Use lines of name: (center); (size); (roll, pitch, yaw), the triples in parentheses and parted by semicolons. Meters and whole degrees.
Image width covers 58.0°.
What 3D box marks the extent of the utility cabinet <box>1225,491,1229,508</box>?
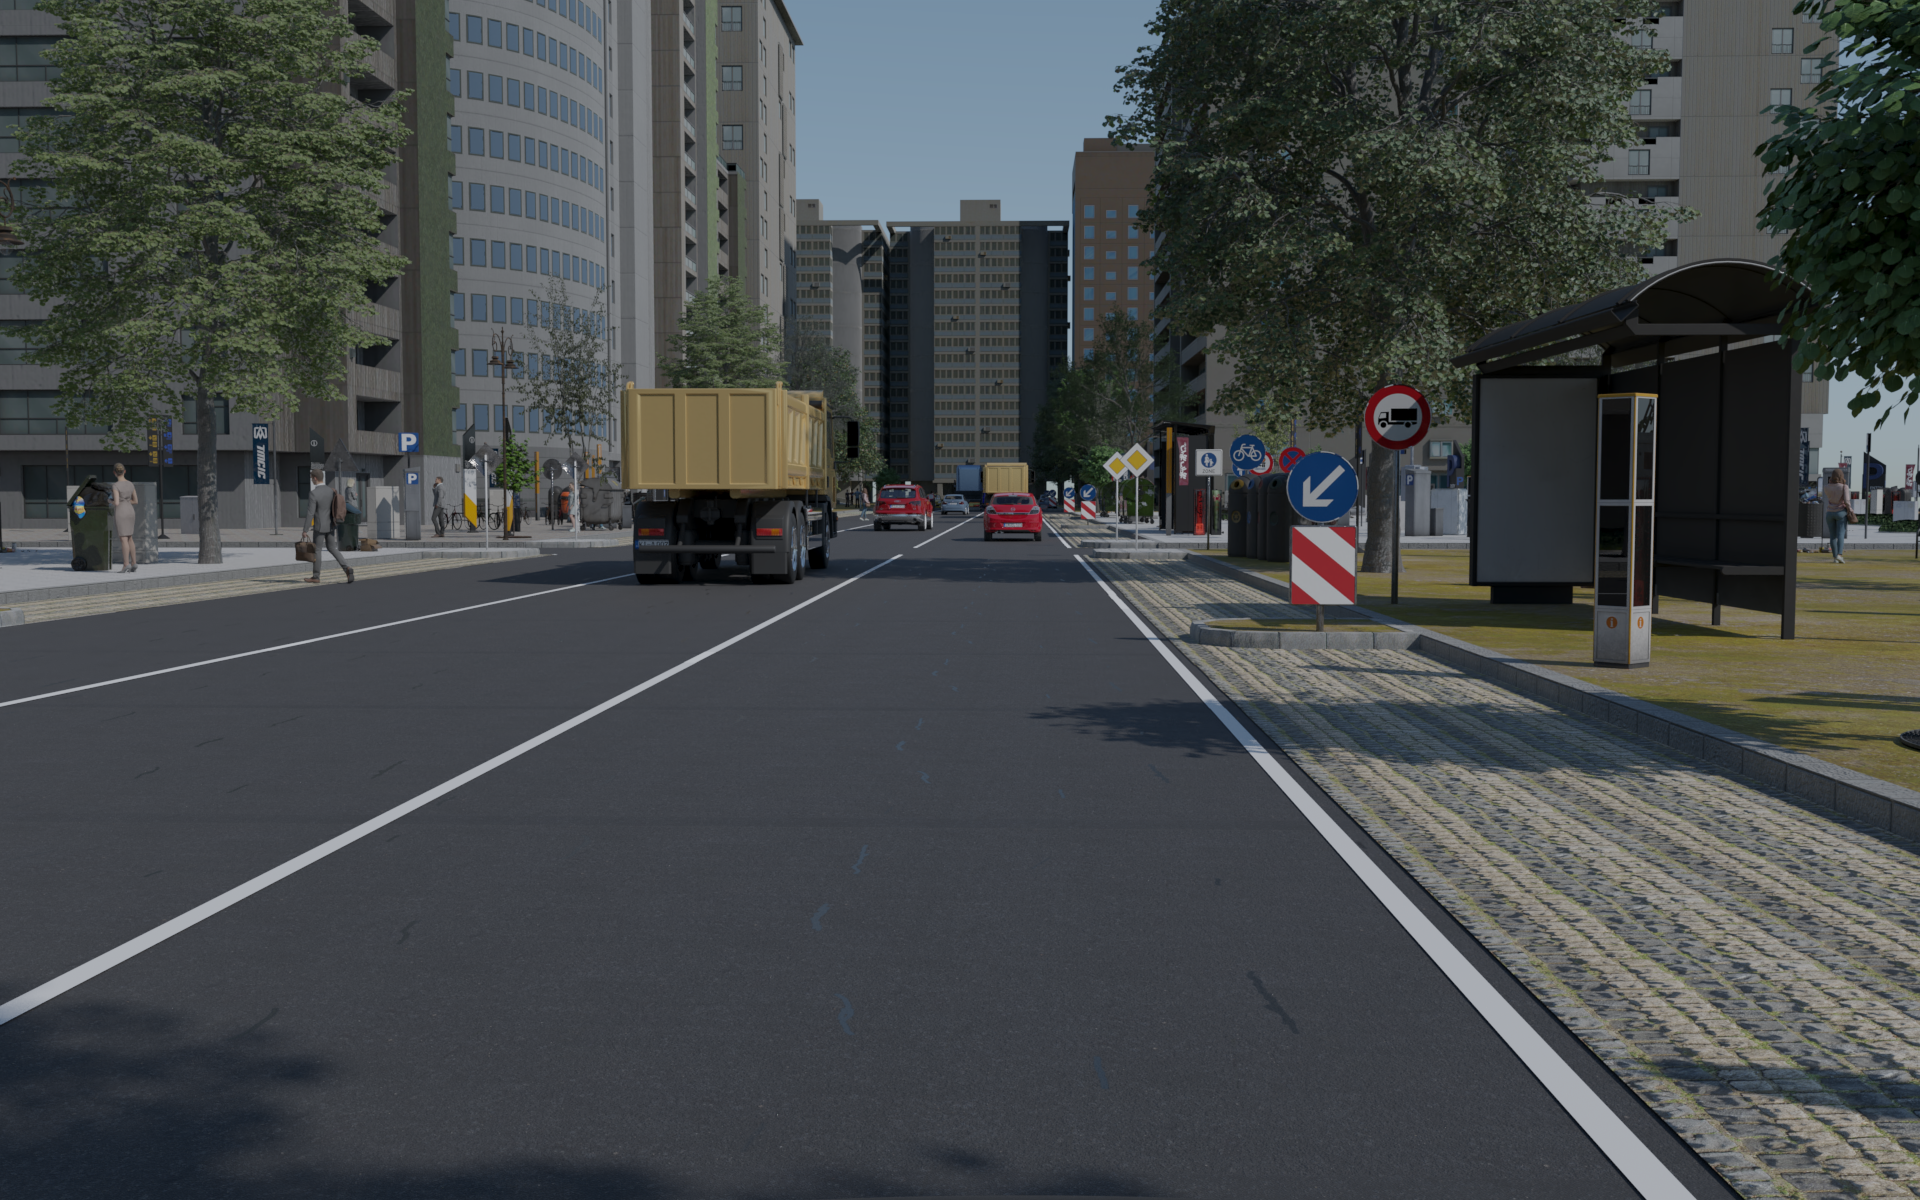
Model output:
utility cabinet: (18.782, -6.737, 118.822); (1.173, 1.500, 0.318); (2, 4, 27)

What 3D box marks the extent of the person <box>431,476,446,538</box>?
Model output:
person: (-15.423, -2.749, 51.172); (0.473, 1.802, 0.592); (0, 4, 6)

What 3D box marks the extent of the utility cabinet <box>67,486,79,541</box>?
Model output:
utility cabinet: (-23.676, -2.360, 47.268); (1.173, 1.500, 0.318); (-1, 4, -9)

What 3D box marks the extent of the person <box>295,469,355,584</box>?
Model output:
person: (-10.114, -1.168, 27.559); (0.822, 1.834, 0.622); (1, 4, 18)

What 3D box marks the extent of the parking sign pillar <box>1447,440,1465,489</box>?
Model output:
parking sign pillar: (24.485, -5.937, 85.549); (1.447, 3.967, 1.447); (0, 4, -3)

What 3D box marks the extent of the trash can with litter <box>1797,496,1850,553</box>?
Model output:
trash can with litter: (18.306, -1.659, 38.185); (2.233, 1.210, 1.678); (2, 4, 28)

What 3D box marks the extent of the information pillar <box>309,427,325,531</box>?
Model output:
information pillar: (-22.507, -4.238, 60.651); (0.504, 3.616, 0.183); (-2, 4, -25)

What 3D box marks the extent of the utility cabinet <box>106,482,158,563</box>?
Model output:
utility cabinet: (-15.422, -1.429, 32.037); (1.173, 1.500, 0.318); (1, 4, 21)

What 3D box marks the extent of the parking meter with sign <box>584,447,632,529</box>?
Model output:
parking meter with sign: (-13.097, -4.163, 64.328); (1.738, 3.016, 0.543); (-1, 4, -15)

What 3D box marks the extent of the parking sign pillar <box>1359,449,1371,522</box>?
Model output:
parking sign pillar: (19.215, -5.524, 78.783); (1.447, 3.967, 1.447); (0, 4, -3)

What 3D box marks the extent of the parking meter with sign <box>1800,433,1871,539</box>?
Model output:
parking meter with sign: (25.175, -3.276, 49.831); (1.738, 3.016, 0.543); (2, 4, 24)

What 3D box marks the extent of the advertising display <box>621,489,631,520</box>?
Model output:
advertising display: (-16.585, -4.876, 84.944); (0.974, 1.923, 0.123); (-3, 5, -42)

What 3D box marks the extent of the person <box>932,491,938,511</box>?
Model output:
person: (-2.114, -8.277, 144.626); (0.742, 1.727, 0.445); (2, 4, 26)

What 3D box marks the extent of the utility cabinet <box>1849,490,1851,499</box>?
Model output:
utility cabinet: (46.926, -5.091, 91.914); (0.318, 1.500, 1.173); (1, 4, 11)

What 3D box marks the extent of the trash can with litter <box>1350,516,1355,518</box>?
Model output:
trash can with litter: (20.048, -4.956, 92.087); (2.233, 1.210, 1.678); (0, 4, -2)

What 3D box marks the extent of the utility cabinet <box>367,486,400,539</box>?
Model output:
utility cabinet: (-16.480, -2.495, 49.471); (0.318, 1.500, 1.173); (1, 4, 14)

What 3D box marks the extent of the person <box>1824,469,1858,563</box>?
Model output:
person: (16.338, -1.565, 32.219); (0.643, 1.750, 0.593); (-3, 5, -41)

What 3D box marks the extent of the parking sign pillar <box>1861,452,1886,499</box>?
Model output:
parking sign pillar: (57.493, -7.369, 108.950); (1.447, 3.967, 1.447); (2, 4, 35)

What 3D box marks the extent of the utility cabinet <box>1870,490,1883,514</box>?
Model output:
utility cabinet: (46.438, -4.838, 87.784); (0.318, 1.500, 1.173); (3, 5, 40)

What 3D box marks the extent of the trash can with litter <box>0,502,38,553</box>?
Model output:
trash can with litter: (-21.623, -1.642, 37.902); (2.233, 1.210, 1.678); (0, 4, -5)

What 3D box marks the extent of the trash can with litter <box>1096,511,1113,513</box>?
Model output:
trash can with litter: (9.622, -6.445, 116.440); (1.678, 1.210, 2.233); (-2, 4, -26)

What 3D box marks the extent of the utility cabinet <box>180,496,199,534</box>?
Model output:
utility cabinet: (-24.503, -2.705, 55.393); (1.020, 1.237, 0.306); (2, 4, 31)

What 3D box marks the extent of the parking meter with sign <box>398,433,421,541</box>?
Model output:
parking meter with sign: (-15.364, -3.193, 48.458); (0.543, 3.016, 1.738); (-1, 4, -20)

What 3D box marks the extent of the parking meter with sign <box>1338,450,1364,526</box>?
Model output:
parking meter with sign: (15.070, -4.422, 68.555); (1.738, 3.016, 0.543); (0, 4, 6)

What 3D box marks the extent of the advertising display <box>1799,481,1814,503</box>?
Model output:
advertising display: (41.531, -4.869, 84.821); (0.123, 1.923, 0.974); (-2, 4, -33)

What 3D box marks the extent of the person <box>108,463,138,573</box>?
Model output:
person: (-13.578, -1.327, 28.087); (0.374, 1.781, 0.599); (1, 4, 14)

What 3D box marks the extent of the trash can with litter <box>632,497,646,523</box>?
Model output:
trash can with litter: (-13.519, -3.702, 71.909); (1.055, 1.170, 0.624); (-2, 4, -24)

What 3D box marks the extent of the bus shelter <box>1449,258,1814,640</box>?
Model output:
bus shelter: (6.669, -1.451, 17.643); (2.014, 3.302, 5.546); (0, 4, 2)

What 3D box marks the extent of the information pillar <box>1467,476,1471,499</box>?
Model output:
information pillar: (20.901, -4.051, 70.721); (0.304, 2.012, 0.304); (3, 4, 38)

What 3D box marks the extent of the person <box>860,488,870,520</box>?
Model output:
person: (-5.234, -5.227, 94.555); (0.643, 1.750, 0.593); (-2, 4, -24)

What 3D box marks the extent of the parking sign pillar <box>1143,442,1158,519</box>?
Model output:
parking sign pillar: (9.590, -6.208, 89.967); (1.447, 3.967, 1.447); (-1, 4, -22)

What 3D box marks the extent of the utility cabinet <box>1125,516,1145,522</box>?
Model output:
utility cabinet: (8.055, -4.290, 78.818); (1.173, 1.500, 0.318); (3, 5, 39)

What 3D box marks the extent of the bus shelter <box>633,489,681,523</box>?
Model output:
bus shelter: (-13.544, -6.249, 79.809); (2.179, 5.291, 8.768); (0, 4, 2)

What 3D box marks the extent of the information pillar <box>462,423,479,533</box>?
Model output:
information pillar: (-16.195, -4.030, 57.242); (0.183, 3.616, 0.504); (2, 4, 33)

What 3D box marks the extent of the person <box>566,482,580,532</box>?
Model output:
person: (-13.298, -3.205, 59.455); (0.522, 1.701, 0.512); (-3, 5, -44)

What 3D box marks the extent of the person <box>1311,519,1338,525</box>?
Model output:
person: (6.289, -1.456, 29.944); (0.767, 1.812, 0.694); (-2, 4, -32)

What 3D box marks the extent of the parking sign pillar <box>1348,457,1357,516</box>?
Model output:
parking sign pillar: (23.597, -7.046, 103.681); (1.447, 3.967, 1.447); (0, 4, -4)

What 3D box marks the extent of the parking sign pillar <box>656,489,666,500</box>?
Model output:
parking sign pillar: (-12.825, -5.227, 73.926); (1.447, 3.967, 1.447); (0, 4, -4)

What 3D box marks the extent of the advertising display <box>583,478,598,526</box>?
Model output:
advertising display: (-14.805, -3.965, 70.035); (0.974, 1.923, 0.123); (2, 4, 26)

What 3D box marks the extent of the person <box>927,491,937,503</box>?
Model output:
person: (-2.619, -9.062, 157.347); (1.217, 1.739, 0.721); (-2, 4, -27)

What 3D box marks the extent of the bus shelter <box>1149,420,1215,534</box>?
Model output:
bus shelter: (7.435, -4.090, 58.162); (1.731, 3.624, 6.357); (0, 4, 2)

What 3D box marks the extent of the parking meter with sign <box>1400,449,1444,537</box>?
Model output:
parking meter with sign: (13.908, -3.440, 52.507); (1.738, 3.016, 0.543); (-2, 4, -29)

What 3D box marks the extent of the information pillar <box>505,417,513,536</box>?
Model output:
information pillar: (-13.818, -3.775, 53.077); (0.183, 3.616, 0.504); (0, 4, -2)

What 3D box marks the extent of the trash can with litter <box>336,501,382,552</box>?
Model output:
trash can with litter: (-13.474, -1.676, 38.782); (1.055, 1.170, 0.624); (1, 4, 9)

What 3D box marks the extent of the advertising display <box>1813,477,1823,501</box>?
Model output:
advertising display: (32.024, -3.575, 63.667); (0.974, 1.923, 0.123); (1, 4, 21)

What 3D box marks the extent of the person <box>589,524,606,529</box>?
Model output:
person: (-13.166, -3.446, 63.218); (0.643, 1.720, 0.563); (1, 4, 20)

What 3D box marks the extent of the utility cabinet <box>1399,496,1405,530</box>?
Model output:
utility cabinet: (15.588, -3.055, 61.109); (1.020, 1.237, 0.306); (-1, 4, -18)

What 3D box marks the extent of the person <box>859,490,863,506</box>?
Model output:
person: (-10.256, -10.573, 179.709); (0.445, 1.727, 0.742); (3, 5, 43)

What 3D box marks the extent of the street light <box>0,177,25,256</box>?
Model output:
street light: (-13.429, -3.116, 23.731); (0.468, 5.910, 1.993); (0, 4, 2)

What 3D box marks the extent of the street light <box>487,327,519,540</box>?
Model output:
street light: (-12.638, -4.601, 48.009); (0.468, 5.910, 1.993); (0, 4, 2)

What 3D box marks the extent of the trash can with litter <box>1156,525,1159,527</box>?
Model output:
trash can with litter: (8.422, -3.434, 67.196); (1.678, 1.210, 2.233); (3, 4, 36)

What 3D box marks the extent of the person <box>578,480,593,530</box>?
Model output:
person: (-13.527, -3.435, 62.539); (0.599, 1.781, 0.374); (1, 4, 18)

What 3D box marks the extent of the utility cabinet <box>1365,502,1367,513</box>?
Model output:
utility cabinet: (27.336, -6.423, 116.177); (1.020, 1.237, 0.306); (-3, 5, -40)

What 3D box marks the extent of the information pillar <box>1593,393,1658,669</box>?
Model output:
information pillar: (4.917, -0.509, 12.816); (0.304, 2.012, 0.304); (-3, 4, -39)

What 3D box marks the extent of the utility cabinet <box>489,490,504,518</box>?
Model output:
utility cabinet: (-23.827, -4.970, 89.945); (1.173, 1.500, 0.318); (-1, 4, -21)

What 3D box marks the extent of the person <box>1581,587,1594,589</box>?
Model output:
person: (8.423, -1.055, 23.534); (0.529, 1.795, 0.600); (3, 4, 37)

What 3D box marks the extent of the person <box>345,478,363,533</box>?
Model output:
person: (-20.255, -3.150, 57.724); (0.526, 1.800, 0.537); (-3, 5, -43)
